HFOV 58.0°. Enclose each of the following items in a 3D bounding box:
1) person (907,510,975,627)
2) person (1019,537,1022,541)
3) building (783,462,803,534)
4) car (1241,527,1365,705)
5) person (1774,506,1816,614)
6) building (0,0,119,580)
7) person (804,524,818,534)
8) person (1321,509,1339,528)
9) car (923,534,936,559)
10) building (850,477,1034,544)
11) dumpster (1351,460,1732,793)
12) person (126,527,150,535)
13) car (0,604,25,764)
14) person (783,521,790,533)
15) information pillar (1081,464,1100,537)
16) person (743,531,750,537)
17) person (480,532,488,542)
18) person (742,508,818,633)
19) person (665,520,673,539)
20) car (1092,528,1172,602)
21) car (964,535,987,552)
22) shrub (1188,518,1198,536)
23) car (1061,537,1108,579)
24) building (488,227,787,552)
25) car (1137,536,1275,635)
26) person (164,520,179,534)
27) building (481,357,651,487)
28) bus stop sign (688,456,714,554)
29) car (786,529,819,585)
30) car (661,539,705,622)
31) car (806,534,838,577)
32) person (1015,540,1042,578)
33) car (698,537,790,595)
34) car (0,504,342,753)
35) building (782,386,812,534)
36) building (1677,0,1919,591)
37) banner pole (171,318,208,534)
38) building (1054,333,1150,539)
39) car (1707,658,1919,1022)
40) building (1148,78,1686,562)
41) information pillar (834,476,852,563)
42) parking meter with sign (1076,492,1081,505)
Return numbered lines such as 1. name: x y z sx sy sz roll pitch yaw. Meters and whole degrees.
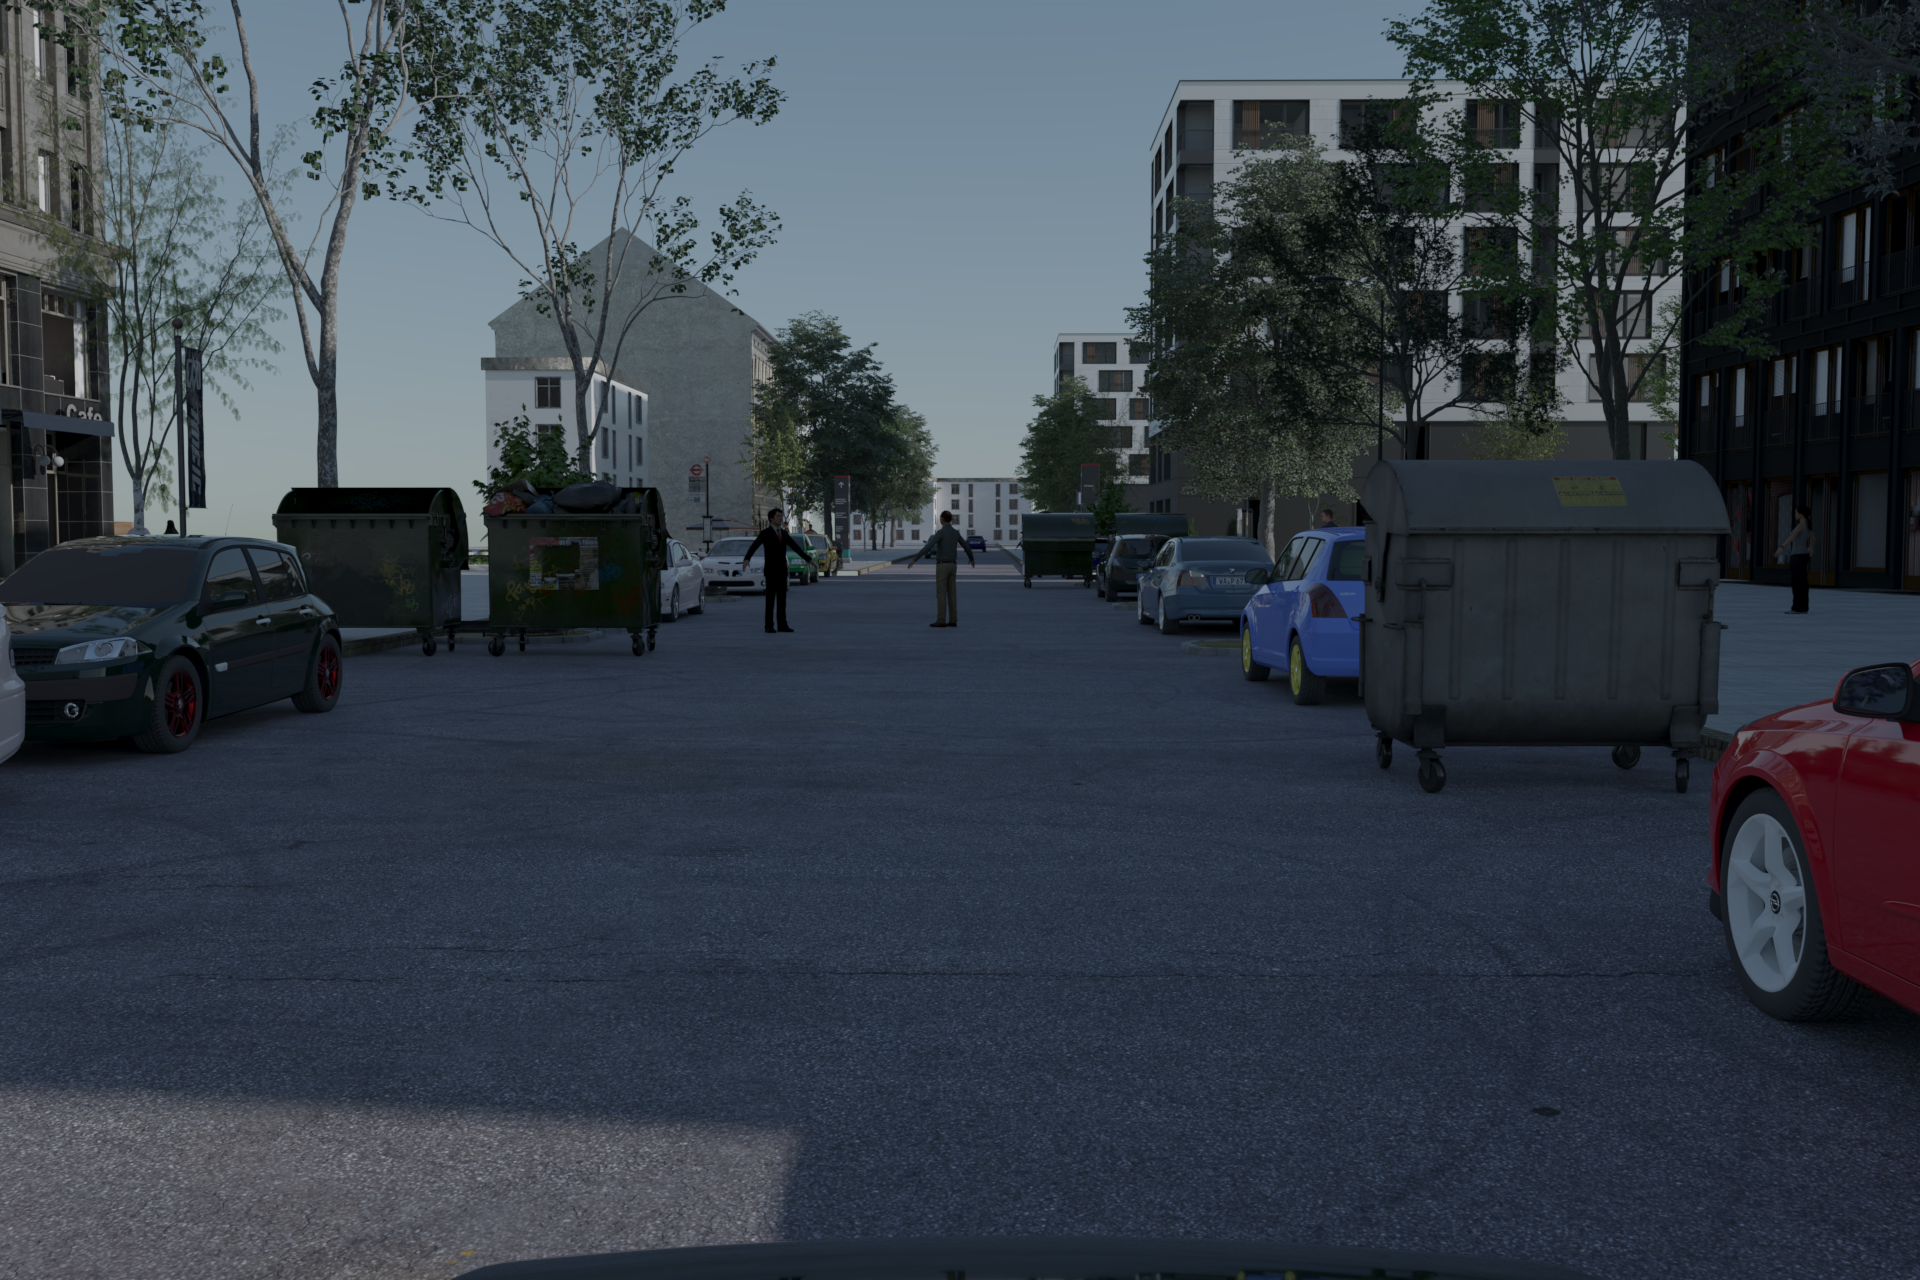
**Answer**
1. person: -0.231 -1.099 26.700 1.348 1.796 0.705 -3 5 -42
2. person: 3.518 -5.401 95.109 0.721 1.733 1.217 -1 4 -18
3. building: -21.479 -15.087 188.823 9.099 9.664 28.070 0 4 1
4. car: 3.626 -0.379 15.793 1.945 1.707 3.694 0 4 -1
5. person: 13.443 -1.288 27.869 1.217 1.737 0.721 -3 5 -40
6. building: -30.578 -15.768 37.403 16.754 29.471 25.880 0 4 1
7. person: -8.199 -5.447 94.992 1.347 1.837 0.705 1 4 11
8. person: 6.322 -1.389 29.666 0.541 1.710 0.530 -2 4 -31
9. car: -1.112 -5.504 101.795 2.131 1.459 4.920 0 4 1
10. building: -3.296 -18.973 254.806 28.070 9.664 9.099 0 4 6
11. dumpster: 3.304 -0.112 10.044 1.865 1.857 1.264 0 4 0
12. person: -20.835 -2.269 44.075 0.756 1.711 0.436 1 4 10
13. car: -5.900 0.312 7.261 2.083 1.381 4.827 0 4 1
14. person: -7.354 -4.079 72.830 0.704 1.812 1.346 1 4 12
15. information pillar: 4.789 -4.555 63.848 0.750 3.857 0.750 0 4 -1
16. person: -11.520 -5.147 93.426 0.991 1.433 0.599 0 4 -3
17. person: -21.965 -4.585 81.144 1.347 1.806 0.705 2 4 35
18. person: -2.659 -1.013 25.203 1.347 1.806 0.705 -3 5 -44
19. person: -10.359 -3.333 60.712 0.704 1.802 1.346 1 4 19
20. car: 3.943 -1.725 37.986 2.009 1.686 4.222 0 4 1
21. car: 1.179 -7.569 136.330 1.945 1.354 3.894 0 4 -1
22. shrub: 8.120 -3.652 63.758 1.661 2.075 1.752 0 3 0
23. car: 4.194 -2.657 56.019 1.945 1.354 3.894 0 4 0
24. building: -23.991 -18.496 133.343 19.493 23.208 18.063 0 4 1
25. car: 3.718 -0.854 25.973 2.014 1.417 4.499 0 4 -1
26. person: -25.222 -2.961 55.194 0.721 1.737 1.214 1 4 12
27. building: -21.735 -9.434 96.389 9.099 9.664 28.070 0 4 1
28. bus stop sign: -8.877 -4.326 59.427 0.855 3.939 0.416 0 4 2
29. car: -5.077 -2.504 49.739 1.959 1.807 4.718 0 4 0
30. car: -5.525 -1.057 29.644 2.083 1.381 4.827 0 4 0
31. car: -5.126 -2.966 58.723 2.015 1.641 3.980 0 4 1
32. person: 2.486 -2.962 57.022 1.348 1.813 0.705 0 4 7
33. car: -5.219 -1.811 41.976 2.083 1.381 4.827 0 4 1
34. car: -5.930 -0.169 12.552 2.009 1.686 4.222 0 4 1
35. building: -24.591 -21.914 214.714 16.016 20.090 11.380 0 4 0
36. building: 25.766 -12.870 39.086 12.332 23.479 15.834 0 4 1
37. banner pole: -9.064 -1.859 20.409 0.401 3.779 0.863 0 4 0
38. building: 24.261 -21.318 192.520 27.936 21.610 32.646 0 4 1
39. car: 3.243 0.319 3.817 2.155 1.783 4.494 0 4 1
40. building: 24.049 -15.317 94.412 27.936 21.610 32.646 0 4 1
41. information pillar: -5.229 -5.359 76.996 0.750 3.857 0.750 0 4 2
42. parking meter with sign: 5.067 -4.548 70.622 0.543 3.016 1.738 0 4 0
